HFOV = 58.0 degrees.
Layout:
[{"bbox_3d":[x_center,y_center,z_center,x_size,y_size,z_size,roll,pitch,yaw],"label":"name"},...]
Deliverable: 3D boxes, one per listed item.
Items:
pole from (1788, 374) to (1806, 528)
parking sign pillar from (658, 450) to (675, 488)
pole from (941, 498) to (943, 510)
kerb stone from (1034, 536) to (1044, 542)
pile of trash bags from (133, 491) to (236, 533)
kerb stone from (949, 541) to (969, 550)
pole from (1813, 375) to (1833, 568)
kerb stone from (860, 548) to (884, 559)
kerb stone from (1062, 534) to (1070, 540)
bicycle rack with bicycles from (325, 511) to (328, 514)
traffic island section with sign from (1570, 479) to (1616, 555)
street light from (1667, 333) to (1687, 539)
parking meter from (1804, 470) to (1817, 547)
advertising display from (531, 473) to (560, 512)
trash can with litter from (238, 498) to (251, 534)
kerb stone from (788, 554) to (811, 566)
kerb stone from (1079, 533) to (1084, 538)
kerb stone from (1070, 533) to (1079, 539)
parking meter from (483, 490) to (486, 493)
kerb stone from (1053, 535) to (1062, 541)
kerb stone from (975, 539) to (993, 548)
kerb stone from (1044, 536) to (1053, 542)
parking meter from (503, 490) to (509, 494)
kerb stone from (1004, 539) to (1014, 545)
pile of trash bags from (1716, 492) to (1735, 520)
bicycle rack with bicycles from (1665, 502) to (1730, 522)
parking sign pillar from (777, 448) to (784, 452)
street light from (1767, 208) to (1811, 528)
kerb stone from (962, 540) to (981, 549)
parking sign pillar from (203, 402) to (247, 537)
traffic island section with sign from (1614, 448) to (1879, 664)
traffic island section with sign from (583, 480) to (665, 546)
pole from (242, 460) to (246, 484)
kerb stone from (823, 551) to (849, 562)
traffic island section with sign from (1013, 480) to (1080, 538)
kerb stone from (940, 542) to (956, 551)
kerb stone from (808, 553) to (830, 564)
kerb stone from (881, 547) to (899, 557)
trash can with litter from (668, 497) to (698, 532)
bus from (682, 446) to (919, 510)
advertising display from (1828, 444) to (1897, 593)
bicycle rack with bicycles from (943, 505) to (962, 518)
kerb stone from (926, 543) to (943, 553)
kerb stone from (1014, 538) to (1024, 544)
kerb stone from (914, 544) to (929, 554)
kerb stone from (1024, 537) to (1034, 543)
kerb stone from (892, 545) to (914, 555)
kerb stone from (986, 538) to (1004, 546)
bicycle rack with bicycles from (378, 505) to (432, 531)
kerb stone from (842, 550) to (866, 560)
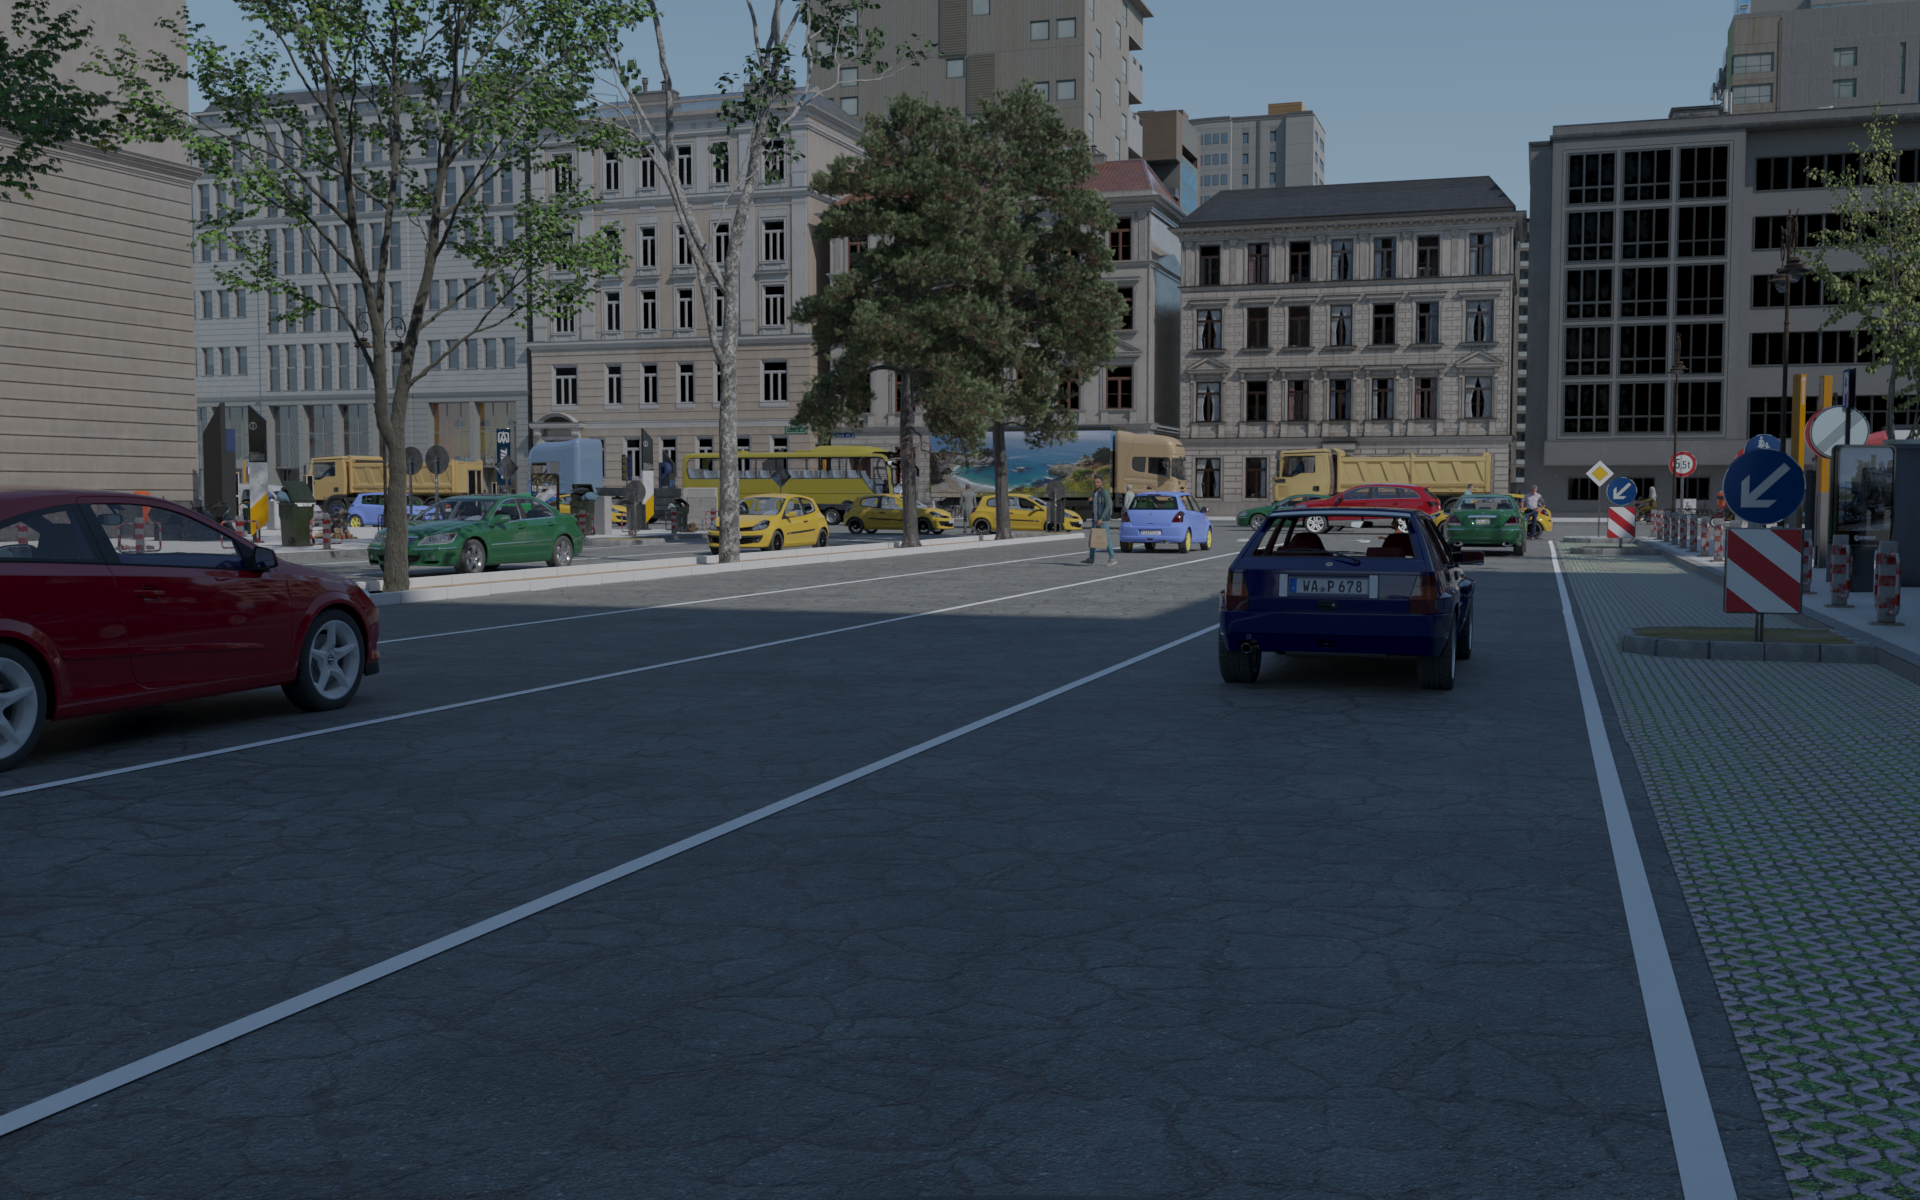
[{"bbox_3d":[14.273,-2.183,29.538,0.158,3.312,0.155,0,3,0],"label":"pole"},{"bbox_3d":[-17.815,-7.145,105.290,1.447,3.967,1.447,-3,5,-39],"label":"parking sign pillar"},{"bbox_3d":[-0.946,-5.918,90.604,0.158,3.312,0.155,0,3,0],"label":"pole"},{"bbox_3d":[2.233,-1.793,51.512,0.120,0.150,1.000,1,4,18],"label":"kerb stone"},{"bbox_3d":[-21.777,-2.350,48.171,3.447,1.369,1.912,2,4,24],"label":"pile of trash bags"},{"bbox_3d":[-0.055,-1.375,44.675,0.120,0.150,1.000,1,4,18],"label":"kerb stone"},{"bbox_3d":[14.905,-2.206,29.909,0.158,3.312,0.155,0,3,0],"label":"pole"},{"bbox_3d":[-2.005,-1.016,38.810,0.120,0.150,1.000,1,4,18],"label":"kerb stone"},{"bbox_3d":[3.207,-1.972,54.443,0.120,0.150,1.000,1,4,18],"label":"kerb stone"},{"bbox_3d":[-38.795,-5.840,108.871,2.852,0.926,2.925,1,4,12],"label":"bicycle rack with bicycles"},{"bbox_3d":[15.609,-1.996,41.267,1.989,1.847,2.006,1,4,18],"label":"traffic island section with sign"},{"bbox_3d":[20.589,-4.712,49.836,0.468,5.910,1.993,1,4,18],"label":"street light"},{"bbox_3d":[20.622,-2.206,41.777,0.399,1.863,0.255,-1,4,-13],"label":"parking meter"},{"bbox_3d":[-12.887,-2.974,53.844,0.974,1.923,0.123,1,4,21],"label":"advertising display"},{"bbox_3d":[-22.691,-2.686,55.309,0.624,1.170,1.055,-1,4,-21],"label":"trash can with litter"},{"bbox_3d":[-3.318,-0.775,34.914,0.120,0.150,1.000,1,4,18],"label":"kerb stone"},{"bbox_3d":[3.865,-2.087,56.395,0.120,0.150,1.000,1,4,18],"label":"kerb stone"},{"bbox_3d":[3.534,-2.027,55.420,0.120,0.150,1.000,1,4,18],"label":"kerb stone"},{"bbox_3d":[-28.418,-5.798,103.211,0.372,1.533,0.369,0,3,0],"label":"parking meter"},{"bbox_3d":[2.882,-1.911,53.470,0.120,0.150,1.000,1,4,18],"label":"kerb stone"},{"bbox_3d":[0.605,-1.495,46.636,0.120,0.150,1.000,1,4,18],"label":"kerb stone"},{"bbox_3d":[2.559,-1.850,52.485,0.120,0.150,1.000,1,4,18],"label":"kerb stone"},{"bbox_3d":[-26.086,-5.575,99.563,0.372,1.533,0.369,0,3,0],"label":"parking meter"},{"bbox_3d":[1.254,-1.614,48.584,0.120,0.150,1.000,1,4,18],"label":"kerb stone"},{"bbox_3d":[37.034,-4.457,82.621,3.447,1.369,1.912,-3,5,-42],"label":"pile of trash bags"},{"bbox_3d":[33.901,-4.061,79.785,2.925,0.926,2.852,2,4,23],"label":"bicycle rack with bicycles"},{"bbox_3d":[-10.908,-6.856,100.575,1.447,3.967,1.447,-2,4,-30],"label":"parking sign pillar"},{"bbox_3d":[13.464,-3.394,28.275,0.468,5.910,1.993,1,4,18],"label":"street light"},{"bbox_3d":[0.265,-1.435,45.651,0.120,0.150,1.000,1,4,18],"label":"kerb stone"},{"bbox_3d":[-22.065,-3.862,51.609,1.447,3.967,1.447,3,5,44],"label":"parking sign pillar"},{"bbox_3d":[7.064,-0.432,15.697,1.989,1.847,2.006,1,4,18],"label":"traffic island section with sign"},{"bbox_3d":[-9.449,-2.469,48.989,1.989,1.847,2.006,1,4,18],"label":"traffic island section with sign"},{"bbox_3d":[-43.067,-6.755,104.291,0.158,3.312,0.155,0,3,0],"label":"pole"},{"bbox_3d":[-2.660,-0.897,36.860,0.120,0.150,1.000,1,4,18],"label":"kerb stone"},{"bbox_3d":[2.976,-2.988,56.984,2.006,1.907,1.989,1,4,18],"label":"traffic island section with sign"},{"bbox_3d":[-0.373,-1.313,43.692,0.120,0.150,1.000,1,4,18],"label":"kerb stone"},{"bbox_3d":[-2.997,-0.838,35.889,0.120,0.150,1.000,1,4,18],"label":"kerb stone"},{"bbox_3d":[-1.686,-1.076,39.785,0.120,0.150,1.000,1,4,18],"label":"kerb stone"},{"bbox_3d":[-9.383,-2.902,58.827,0.624,1.170,1.055,2,4,27],"label":"trash can with litter"},{"bbox_3d":[-8.324,-5.994,89.545,12.252,3.916,2.896,1,4,19],"label":"bus"},{"bbox_3d":[11.770,-1.064,22.602,0.974,1.923,0.123,-1,4,-19],"label":"advertising display"},{"bbox_3d":[0.119,-4.831,92.374,2.925,0.926,2.852,-1,4,-17],"label":"bicycle rack with bicycles"},{"bbox_3d":[-0.706,-1.255,42.713,0.120,0.150,1.000,1,4,18],"label":"kerb stone"},{"bbox_3d":[1.572,-1.674,49.560,0.120,0.150,1.000,1,4,18],"label":"kerb stone"},{"bbox_3d":[-1.036,-1.195,41.741,0.120,0.150,1.000,1,4,18],"label":"kerb stone"},{"bbox_3d":[1.900,-1.734,50.541,0.120,0.150,1.000,1,4,18],"label":"kerb stone"},{"bbox_3d":[-1.358,-1.135,40.758,0.120,0.150,1.000,1,4,18],"label":"kerb stone"},{"bbox_3d":[0.926,-1.553,47.611,0.120,0.150,1.000,1,4,18],"label":"kerb stone"},{"bbox_3d":[-18.307,-2.713,57.740,2.852,0.926,2.925,1,4,20],"label":"bicycle rack with bicycles"},{"bbox_3d":[-2.339,-0.957,37.839,0.120,0.150,1.000,1,4,18],"label":"kerb stone"}]
